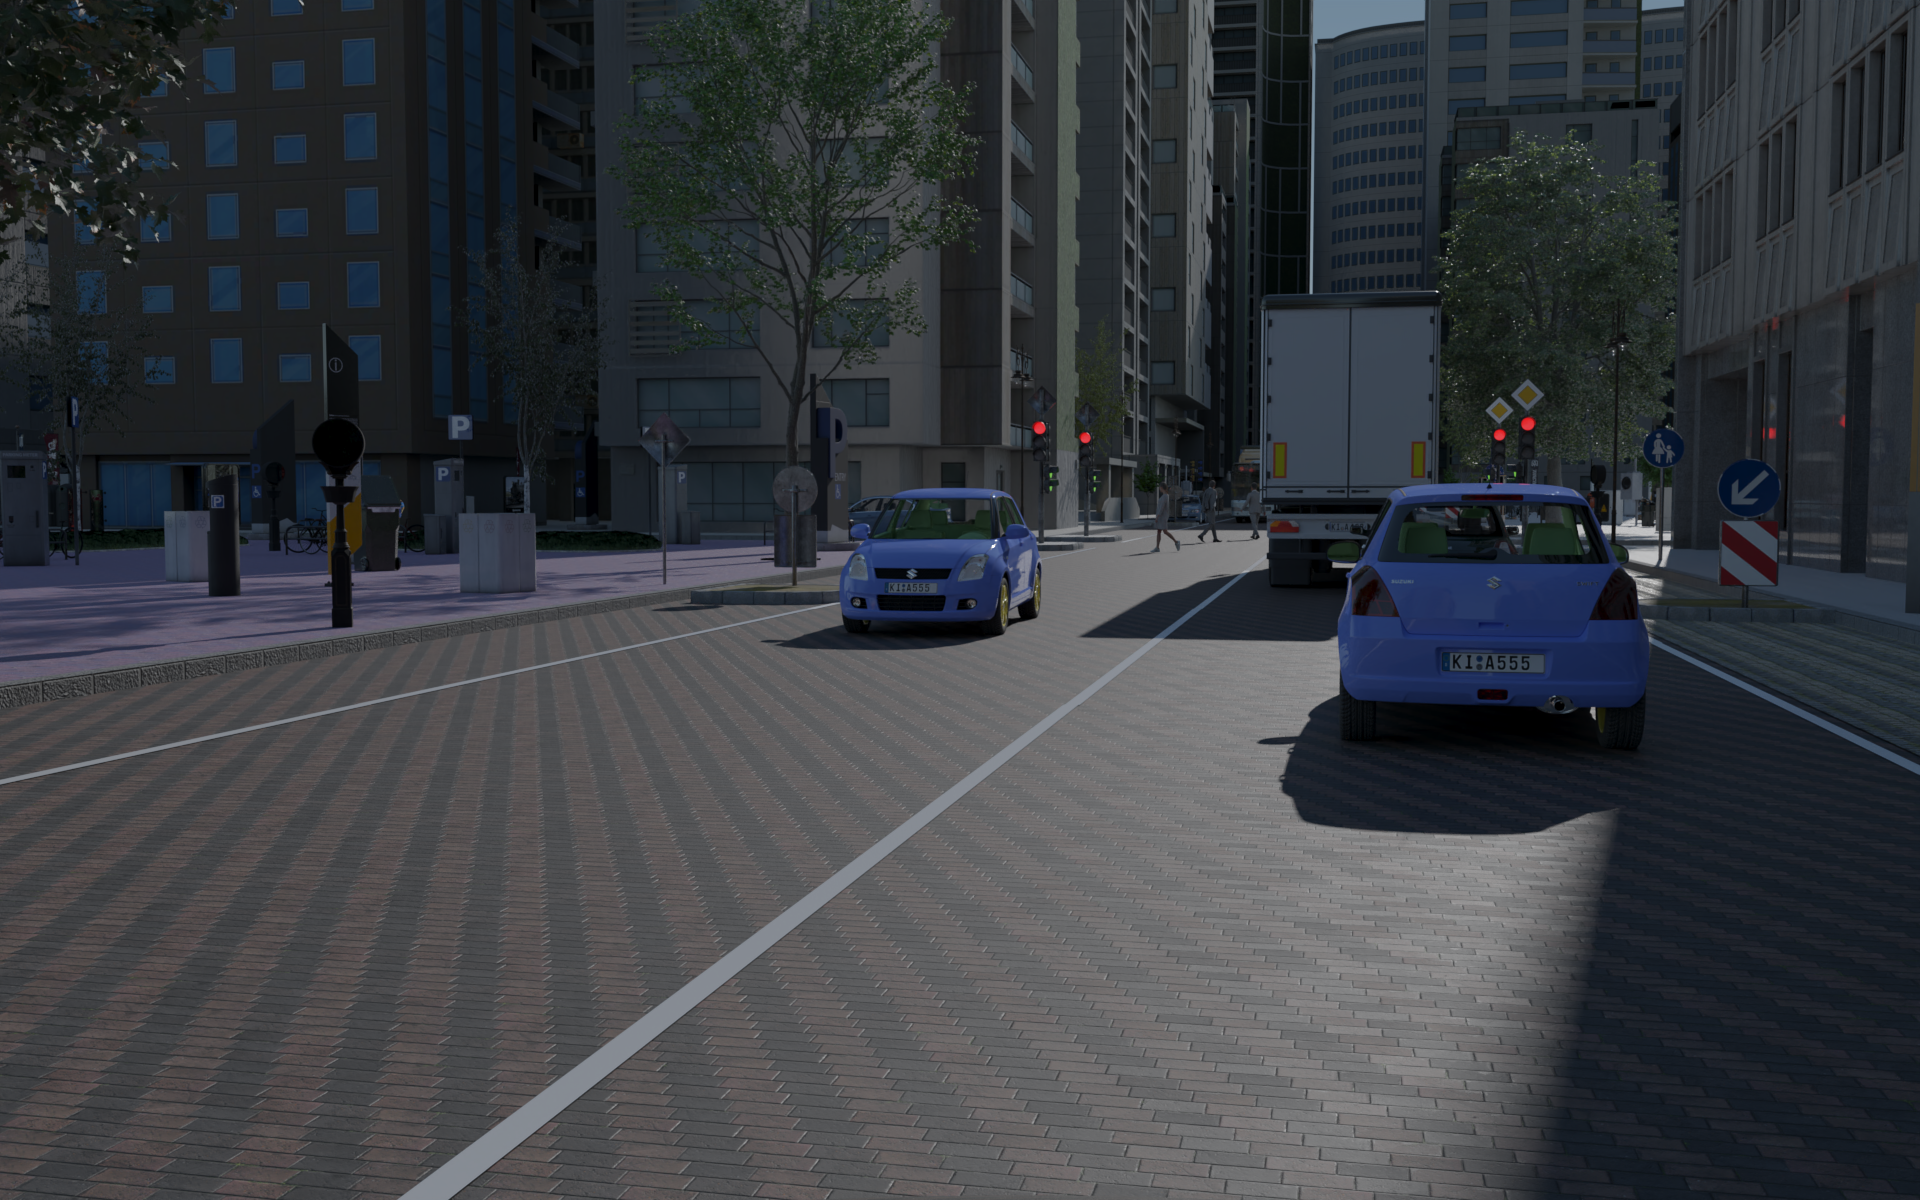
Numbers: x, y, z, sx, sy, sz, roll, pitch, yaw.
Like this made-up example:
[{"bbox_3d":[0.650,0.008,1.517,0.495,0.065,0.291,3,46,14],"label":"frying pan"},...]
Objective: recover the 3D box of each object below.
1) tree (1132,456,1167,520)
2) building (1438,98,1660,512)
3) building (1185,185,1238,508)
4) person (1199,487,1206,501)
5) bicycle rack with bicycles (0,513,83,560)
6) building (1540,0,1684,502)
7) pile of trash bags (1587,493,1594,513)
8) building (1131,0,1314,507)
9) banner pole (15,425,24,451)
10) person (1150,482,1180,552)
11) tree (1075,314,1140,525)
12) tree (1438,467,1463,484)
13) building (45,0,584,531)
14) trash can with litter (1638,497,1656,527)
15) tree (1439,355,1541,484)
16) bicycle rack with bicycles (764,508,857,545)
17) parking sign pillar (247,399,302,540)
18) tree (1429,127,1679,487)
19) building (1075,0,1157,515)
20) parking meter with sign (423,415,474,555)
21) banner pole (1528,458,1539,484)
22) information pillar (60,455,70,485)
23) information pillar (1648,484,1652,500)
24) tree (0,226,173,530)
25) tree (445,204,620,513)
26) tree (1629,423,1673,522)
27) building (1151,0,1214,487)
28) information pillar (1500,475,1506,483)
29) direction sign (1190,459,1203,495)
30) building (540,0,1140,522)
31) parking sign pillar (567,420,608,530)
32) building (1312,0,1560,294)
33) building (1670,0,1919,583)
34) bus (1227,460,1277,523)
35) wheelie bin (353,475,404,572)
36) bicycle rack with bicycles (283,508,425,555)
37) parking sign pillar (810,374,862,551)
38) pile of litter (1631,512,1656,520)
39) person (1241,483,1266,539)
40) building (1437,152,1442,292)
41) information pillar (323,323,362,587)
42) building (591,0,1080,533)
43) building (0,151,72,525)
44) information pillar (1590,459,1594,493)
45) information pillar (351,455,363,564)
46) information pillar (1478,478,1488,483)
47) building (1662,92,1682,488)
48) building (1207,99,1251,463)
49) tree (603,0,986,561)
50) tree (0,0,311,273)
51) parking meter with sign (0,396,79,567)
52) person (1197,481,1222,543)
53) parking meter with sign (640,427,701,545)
[{"bbox_3d":[9.419,-5.666,87.239,1.663,3.219,1.824,0,3,0],"label":"tree"},{"bbox_3d":[44.232,-21.987,131.182,14.160,30.474,14.107,1,4,13],"label":"building"},{"bbox_3d":[18.408,-23.882,162.176,14.160,30.474,14.107,1,4,13],"label":"building"},{"bbox_3d":[12.794,-5.020,90.849,0.520,1.790,0.573,1,4,15],"label":"person"},{"bbox_3d":[-18.460,-1.235,33.574,2.852,0.926,2.925,2,4,34],"label":"bicycle rack with bicycles"},{"bbox_3d":[85.707,-40.758,208.390,28.212,58.520,21.231,1,4,13],"label":"building"},{"bbox_3d":[37.753,-6.017,108.131,3.447,1.369,1.912,0,4,-2],"label":"pile of trash bags"},{"bbox_3d":[33.663,-47.739,218.788,20.611,71.187,20.563,1,4,13],"label":"building"},{"bbox_3d":[-33.983,-4.444,62.680,0.401,3.779,0.863,-3,5,-44],"label":"banner pole"},{"bbox_3d":[5.059,-2.050,42.768,0.760,1.731,0.466,-1,4,-21],"label":"person"},{"bbox_3d":[5.360,-7.422,71.719,4.737,8.622,4.395,0,3,0],"label":"tree"},{"bbox_3d":[31.466,-7.160,111.667,1.663,3.219,1.824,0,3,0],"label":"tree"},{"bbox_3d":[-24.234,-25.464,66.451,14.200,45.320,14.600,1,4,13],"label":"building"},{"bbox_3d":[27.009,-3.428,67.431,1.055,1.170,0.624,0,4,0],"label":"trash can with litter"},{"bbox_3d":[25.931,-8.094,82.704,4.737,8.622,4.395,0,3,0],"label":"tree"},{"bbox_3d":[-3.653,-1.883,44.172,2.852,0.926,2.925,1,4,16],"label":"bicycle rack with bicycles"},{"bbox_3d":[-19.342,-3.688,48.776,1.447,3.967,1.447,1,4,22],"label":"parking sign pillar"},{"bbox_3d":[20.461,-9.343,59.421,9.857,13.997,8.962,0,3,0],"label":"tree"},{"bbox_3d":[4.463,-41.517,117.058,20.563,71.187,20.611,1,4,13],"label":"building"},{"bbox_3d":[-11.050,-2.514,37.369,0.543,3.016,1.738,0,4,5],"label":"parking meter with sign"},{"bbox_3d":[35.157,-7.124,106.497,0.863,3.779,0.401,0,4,6],"label":"banner pole"},{"bbox_3d":[-36.776,-4.878,71.111,0.504,3.616,0.183,1,4,11],"label":"information pillar"},{"bbox_3d":[41.177,-6.850,103.344,0.183,3.616,0.504,2,4,32],"label":"information pillar"},{"bbox_3d":[-23.998,-5.923,47.197,4.360,8.622,3.978,0,3,0],"label":"tree"},{"bbox_3d":[-11.090,-5.797,45.139,4.360,8.622,3.978,0,3,0],"label":"tree"},{"bbox_3d":[32.684,-5.889,79.994,4.285,4.588,4.351,0,3,0],"label":"tree"},{"bbox_3d":[6.429,-33.833,142.405,28.713,52.752,27.495,1,4,13],"label":"building"},{"bbox_3d":[21.161,-3.871,67.782,0.304,2.012,0.304,2,4,32],"label":"information pillar"},{"bbox_3d":[15.362,-7.382,112.697,0.876,3.537,0.379,-1,4,-14],"label":"direction sign"},{"bbox_3d":[-7.464,-24.330,89.670,32.217,40.220,23.993,1,4,13],"label":"building"},{"bbox_3d":[-13.447,-4.519,62.364,1.447,3.967,1.447,0,4,8],"label":"parking sign pillar"},{"bbox_3d":[57.978,-41.111,214.157,28.212,58.520,21.231,1,4,13],"label":"building"},{"bbox_3d":[20.432,-12.907,29.059,12.078,24.808,19.932,1,4,13],"label":"building"},{"bbox_3d":[15.757,-5.799,89.680,2.948,3.499,13.247,1,4,13],"label":"bus"},{"bbox_3d":[-9.808,-1.285,28.924,0.693,1.594,0.980,3,5,43],"label":"wheelie bin"},{"bbox_3d":[-13.265,-1.460,37.255,2.925,0.926,2.852,1,4,11],"label":"bicycle rack with bicycles"},{"bbox_3d":[-2.968,-3.114,39.389,1.447,3.967,1.447,1,4,17],"label":"parking sign pillar"},{"bbox_3d":[33.648,-4.337,84.870,1.719,0.858,1.176,-1,4,-10],"label":"pile of litter"},{"bbox_3d":[9.327,-2.818,54.849,0.678,1.792,0.850,-1,4,-18],"label":"person"},{"bbox_3d":[47.042,-22.831,144.984,14.160,30.474,14.107,1,4,13],"label":"building"},{"bbox_3d":[-8.579,-1.999,24.041,0.183,3.616,0.504,3,5,43],"label":"information pillar"},{"bbox_3d":[-3.731,-23.092,61.156,14.154,41.232,14.086,1,4,13],"label":"building"},{"bbox_3d":[-51.753,-32.710,76.810,28.212,58.520,21.231,1,4,13],"label":"building"},{"bbox_3d":[41.691,-7.516,114.237,0.183,3.616,0.504,3,4,37],"label":"information pillar"},{"bbox_3d":[-11.092,-1.662,31.674,0.304,2.012,0.304,0,4,-6],"label":"information pillar"},{"bbox_3d":[23.220,-4.432,76.953,0.304,2.012,0.304,-1,4,-9],"label":"information pillar"},{"bbox_3d":[82.360,-32.449,180.659,14.200,45.320,14.600,1,4,13],"label":"building"},{"bbox_3d":[21.692,-30.088,175.533,14.154,41.232,14.086,1,4,13],"label":"building"},{"bbox_3d":[-3.117,-6.566,33.109,9.928,11.665,9.643,0,3,0],"label":"tree"},{"bbox_3d":[-8.275,-5.602,8.600,9.611,12.733,9.660,0,3,0],"label":"tree"},{"bbox_3d":[-16.686,-2.116,30.864,1.738,3.016,0.543,-1,4,-16],"label":"parking meter with sign"},{"bbox_3d":[7.424,-2.610,51.268,0.850,1.850,0.679,-1,4,-17],"label":"person"},{"bbox_3d":[-7.379,-2.945,44.409,1.738,3.016,0.543,3,4,36],"label":"parking meter with sign"}]
